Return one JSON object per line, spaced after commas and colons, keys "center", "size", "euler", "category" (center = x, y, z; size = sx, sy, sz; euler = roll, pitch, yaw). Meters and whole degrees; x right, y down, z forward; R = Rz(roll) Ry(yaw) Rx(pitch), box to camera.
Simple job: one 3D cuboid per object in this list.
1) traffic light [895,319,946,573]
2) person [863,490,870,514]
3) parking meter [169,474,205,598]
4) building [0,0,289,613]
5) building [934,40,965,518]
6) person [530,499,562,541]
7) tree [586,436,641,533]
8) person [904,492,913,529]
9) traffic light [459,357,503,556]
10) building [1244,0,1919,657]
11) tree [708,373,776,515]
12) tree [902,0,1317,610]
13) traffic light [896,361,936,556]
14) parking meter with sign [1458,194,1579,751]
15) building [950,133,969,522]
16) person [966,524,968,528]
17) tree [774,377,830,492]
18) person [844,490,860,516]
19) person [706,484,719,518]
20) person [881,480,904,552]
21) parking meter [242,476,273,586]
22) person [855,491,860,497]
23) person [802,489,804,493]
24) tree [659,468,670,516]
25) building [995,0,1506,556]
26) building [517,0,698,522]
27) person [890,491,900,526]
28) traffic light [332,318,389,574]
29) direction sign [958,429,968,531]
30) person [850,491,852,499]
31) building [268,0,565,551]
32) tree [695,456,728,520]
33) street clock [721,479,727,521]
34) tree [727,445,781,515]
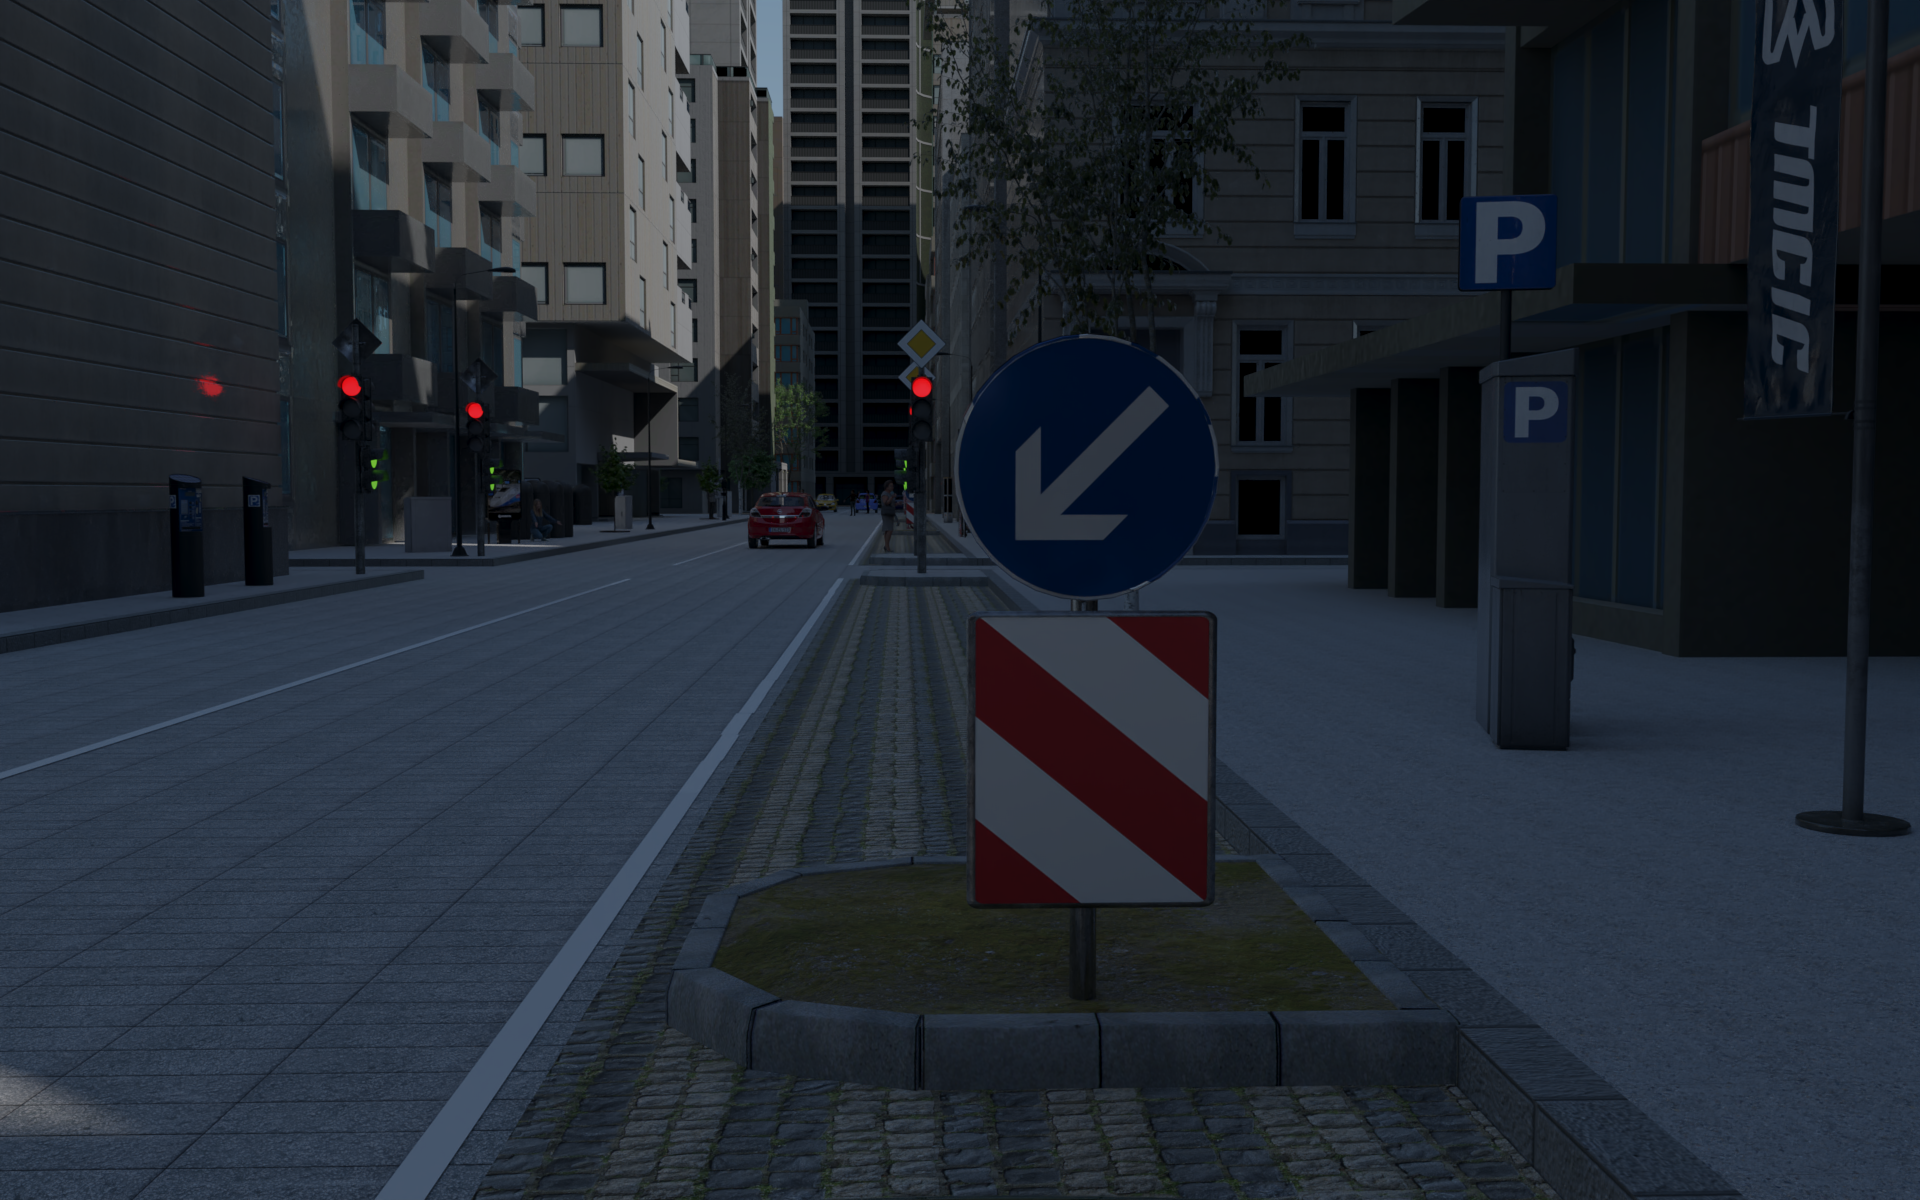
{"center": [-0.637, -2.388, 27.962], "size": [0.839, 4.253, 0.868], "euler": [0, 4, -2], "category": "traffic light"}
{"center": [-6.818, -7.176, 126.515], "size": [0.721, 1.739, 1.217], "euler": [-1, 4, -22], "category": "person"}
{"center": [-9.612, -0.802, 21.529], "size": [0.372, 1.533, 0.369], "euler": [0, 3, 0], "category": "parking meter"}
{"center": [-22.556, -13.659, 20.594], "size": [25.104, 27.353, 12.463], "euler": [0, 4, -2], "category": "building"}
{"center": [4.742, -17.294, 100.779], "size": [12.078, 24.808, 19.932], "euler": [0, 4, -2], "category": "building"}
{"center": [-11.278, -2.166, 46.959], "size": [0.738, 1.151, 1.012], "euler": [3, 5, 43], "category": "person"}
{"center": [-11.521, -3.872, 57.915], "size": [1.663, 3.219, 1.824], "euler": [0, 3, 0], "category": "tree"}
{"center": [-2.079, -3.786, 70.406], "size": [0.388, 1.821, 0.555], "euler": [3, 5, 44], "category": "person"}
{"center": [-9.864, -2.856, 35.622], "size": [0.839, 4.253, 0.868], "euler": [0, 4, -2], "category": "traffic light"}
{"center": [15.338, -21.742, 10.108], "size": [22.147, 44.769, 28.867], "euler": [0, 4, -2], "category": "building"}
{"center": [-13.159, -9.387, 103.838], "size": [4.360, 8.622, 3.978], "euler": [0, 3, 0], "category": "tree"}
{"center": [1.563, -4.130, 17.895], "size": [4.360, 8.622, 3.978], "euler": [0, 3, 0], "category": "tree"}
{"center": [-0.909, -2.876, 35.942], "size": [0.839, 4.253, 0.868], "euler": [0, 4, -2], "category": "traffic light"}
{"center": [3.049, -0.804, 9.403], "size": [0.543, 3.016, 1.738], "euler": [1, 4, 11], "category": "parking meter with sign"}
{"center": [4.957, -13.884, 81.763], "size": [10.420, 20.320, 16.860], "euler": [0, 4, -2], "category": "building"}
{"center": [0.361, -3.527, 63.898], "size": [0.466, 1.800, 0.511], "euler": [0, 4, 0], "category": "person"}
{"center": [-15.228, -13.896, 152.952], "size": [9.928, 11.665, 9.643], "euler": [0, 3, 0], "category": "tree"}
{"center": [-6.986, -6.303, 112.374], "size": [1.217, 1.723, 0.721], "euler": [-2, 4, -33], "category": "person"}
{"center": [-12.925, -5.150, 90.429], "size": [0.592, 1.802, 0.473], "euler": [3, 4, 37], "category": "person"}
{"center": [-1.711, -2.074, 42.766], "size": [0.532, 1.782, 0.716], "euler": [1, 4, 17], "category": "person"}
{"center": [-9.850, -0.972, 24.298], "size": [0.372, 1.533, 0.369], "euler": [0, 3, 0], "category": "parking meter"}
{"center": [-10.312, -10.248, 176.883], "size": [1.217, 1.723, 0.721], "euler": [0, 4, -4], "category": "person"}
{"center": [-14.463, -9.278, 158.457], "size": [0.721, 1.735, 1.217], "euler": [0, 4, 0], "category": "person"}
{"center": [-18.014, -6.570, 102.019], "size": [1.663, 3.219, 1.824], "euler": [0, 3, 0], "category": "tree"}
{"center": [11.154, -15.647, 41.730], "size": [20.117, 28.700, 13.634], "euler": [0, 4, -2], "category": "building"}
{"center": [-28.104, -30.344, 85.358], "size": [28.713, 52.752, 27.495], "euler": [0, 4, -2], "category": "building"}
{"center": [-3.053, -4.183, 76.751], "size": [0.748, 1.841, 0.638], "euler": [2, 4, 33], "category": "person"}
{"center": [-9.592, -2.368, 27.642], "size": [0.839, 4.253, 0.868], "euler": [0, 4, -2], "category": "traffic light"}
{"center": [0.154, -4.202, 60.697], "size": [0.379, 3.537, 0.876], "euler": [2, 4, 29], "category": "direction sign"}
{"center": [-11.238, -10.379, 178.916], "size": [0.721, 1.735, 1.217], "euler": [0, 4, 1], "category": "person"}
{"center": [-24.998, -26.241, 48.649], "size": [23.786, 49.044, 30.456], "euler": [0, 4, -2], "category": "building"}
{"center": [-12.555, -5.688, 87.601], "size": [1.663, 3.219, 1.824], "euler": [0, 3, 0], "category": "tree"}
{"center": [-11.407, -4.842, 83.736], "size": [0.358, 2.002, 0.471], "euler": [0, 4, -3], "category": "street clock"}
{"center": [-12.907, -7.632, 108.498], "size": [4.285, 4.588, 4.351], "euler": [0, 3, 0], "category": "tree"}
